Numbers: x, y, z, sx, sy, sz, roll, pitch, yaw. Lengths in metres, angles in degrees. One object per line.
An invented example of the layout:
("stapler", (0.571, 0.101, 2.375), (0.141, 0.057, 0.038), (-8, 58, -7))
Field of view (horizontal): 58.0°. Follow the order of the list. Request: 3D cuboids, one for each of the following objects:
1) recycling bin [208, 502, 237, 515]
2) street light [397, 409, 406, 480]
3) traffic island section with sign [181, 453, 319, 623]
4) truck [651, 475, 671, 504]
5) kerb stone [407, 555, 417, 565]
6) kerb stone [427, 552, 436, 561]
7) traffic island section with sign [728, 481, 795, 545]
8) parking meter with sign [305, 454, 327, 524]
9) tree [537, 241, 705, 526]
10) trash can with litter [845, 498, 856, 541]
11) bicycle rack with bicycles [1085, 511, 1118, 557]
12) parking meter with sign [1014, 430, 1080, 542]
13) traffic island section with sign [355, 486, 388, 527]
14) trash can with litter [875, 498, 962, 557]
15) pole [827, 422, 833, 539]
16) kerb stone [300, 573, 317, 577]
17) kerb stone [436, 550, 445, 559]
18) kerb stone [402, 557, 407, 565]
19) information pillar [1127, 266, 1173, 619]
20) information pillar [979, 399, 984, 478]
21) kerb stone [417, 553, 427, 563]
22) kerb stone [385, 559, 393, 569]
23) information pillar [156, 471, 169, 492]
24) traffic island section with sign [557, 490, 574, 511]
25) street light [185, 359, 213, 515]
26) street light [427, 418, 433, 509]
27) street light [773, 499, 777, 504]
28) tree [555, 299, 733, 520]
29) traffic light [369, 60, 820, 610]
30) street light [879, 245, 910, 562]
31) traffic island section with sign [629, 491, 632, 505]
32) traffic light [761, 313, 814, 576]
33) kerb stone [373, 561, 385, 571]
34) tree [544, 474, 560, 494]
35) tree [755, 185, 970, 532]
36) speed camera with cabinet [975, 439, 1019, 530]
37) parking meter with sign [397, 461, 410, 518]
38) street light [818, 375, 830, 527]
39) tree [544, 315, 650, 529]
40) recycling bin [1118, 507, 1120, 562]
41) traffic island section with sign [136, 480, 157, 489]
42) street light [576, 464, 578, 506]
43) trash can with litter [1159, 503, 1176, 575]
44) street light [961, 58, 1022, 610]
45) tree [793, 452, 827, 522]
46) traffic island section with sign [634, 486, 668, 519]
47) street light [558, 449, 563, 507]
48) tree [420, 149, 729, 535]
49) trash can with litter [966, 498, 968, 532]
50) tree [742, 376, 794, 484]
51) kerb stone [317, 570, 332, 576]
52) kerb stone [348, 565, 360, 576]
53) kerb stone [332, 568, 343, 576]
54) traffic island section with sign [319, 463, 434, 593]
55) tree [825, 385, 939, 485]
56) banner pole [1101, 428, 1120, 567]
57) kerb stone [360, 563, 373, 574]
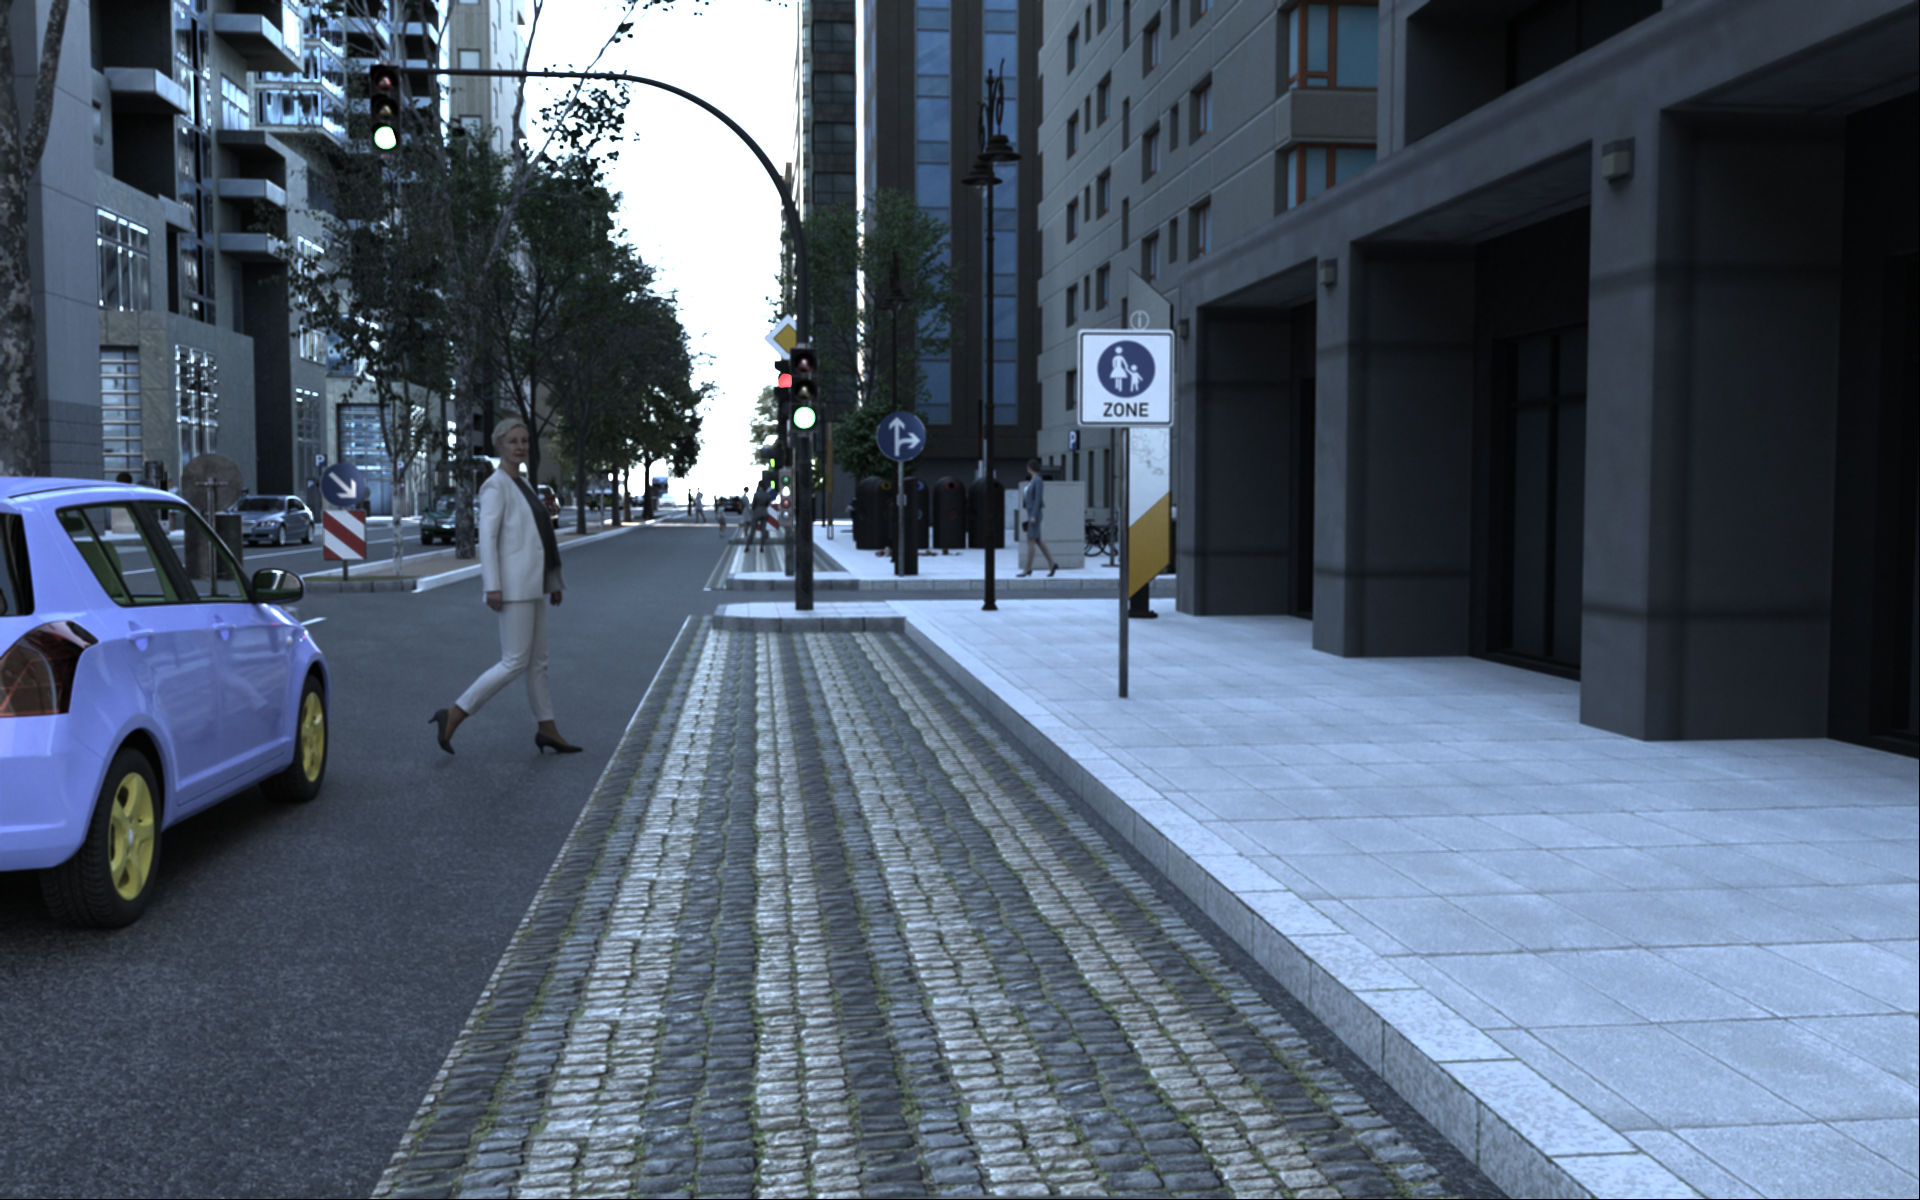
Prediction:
("recycling bin", (-26.327, -3.014, 61.826), (0.722, 1.027, 0.722), (1, 4, 15))
("street light", (-30.171, -7.405, 93.864), (0.468, 5.910, 1.993), (0, 4, -7))
("traffic island section with sign", (-8.262, -0.647, 18.710), (2.006, 1.907, 1.989), (0, 4, -7))
("truck", (-42.040, -15.636, 245.414), (2.967, 4.110, 18.799), (0, 4, -7))
("kerb stone", (-11.243, -0.792, 35.184), (0.120, 0.150, 1.000), (0, 4, -7))
("kerb stone", (-11.474, -0.917, 37.215), (0.120, 0.150, 1.000), (0, 4, -7))
("traffic island section with sign", (-5.615, -2.497, 49.460), (1.989, 1.847, 2.006), (0, 4, -7))
("parking meter with sign", (-27.910, -4.799, 74.733), (0.543, 3.016, 1.738), (0, 4, 2))
("tree", (-15.178, -9.533, 76.453), (7.486, 12.596, 7.792), (0, 3, 0))
("trash can with litter", (-2.573, -2.197, 47.309), (0.624, 1.170, 1.055), (3, 5, 39))
("bicycle rack with bicycles", (2.973, -1.406, 36.365), (2.925, 0.926, 2.852), (0, 4, 7))
("parking meter with sign", (2.338, -3.099, 46.925), (1.738, 3.016, 0.543), (-1, 4, -21))
("traffic island section with sign", (-25.801, -4.039, 74.662), (1.989, 1.847, 2.006), (0, 4, -7))
("trash can with litter", (-0.876, -1.528, 36.043), (2.233, 1.210, 1.678), (-2, 4, -24))
("pole", (-3.673, -3.372, 48.969), (0.158, 3.312, 0.155), (0, 3, 0))
("kerb stone", (-10.279, -0.297, 27.047), (0.120, 0.150, 1.000), (0, 4, -7))
("kerb stone", (-11.587, -0.981, 38.230), (0.120, 0.150, 1.000), (0, 4, -7))
("kerb stone", (-11.117, -0.731, 34.170), (0.120, 0.150, 1.000), (0, 4, -7))
("information pillar", (1.935, -1.620, 17.840), (0.504, 3.616, 0.183), (2, 4, 26))
("information pillar", (0.523, -3.148, 42.832), (0.183, 3.616, 0.504), (0, 4, 5))
("kerb stone", (-11.354, -0.857, 36.200), (0.120, 0.150, 1.000), (0, 4, -7))
("kerb stone", (-10.997, -0.670, 33.150), (0.120, 0.150, 1.000), (0, 4, -7))
("information pillar", (-25.019, -3.049, 54.351), (0.304, 2.012, 0.304), (-3, 5, -41))
("traffic island section with sign", (-34.806, -8.726, 151.293), (1.989, 1.847, 2.006), (0, 4, -7))
("street light", (-26.126, -5.309, 59.597), (0.468, 5.910, 1.993), (0, 4, -7))
("street light", (-30.963, -7.845, 101.048), (0.468, 5.910, 1.993), (0, 4, -7))
("street light", (-27.995, -17.578, 260.191), (0.468, 5.910, 1.993), (0, 4, -7))
("tree", (-17.494, -10.834, 96.596), (9.611, 12.733, 9.660), (0, 3, 0))
("traffic light", (-3.822, -2.695, 18.734), (4.771, 5.953, 1.251), (0, 4, -7))
("street light", (-1.225, -3.646, 32.397), (0.468, 5.910, 1.993), (0, 4, -7))
("traffic island section with sign", (-44.451, -13.738, 233.238), (1.989, 1.847, 2.006), (0, 4, -7))
("traffic light", (-2.687, -2.332, 27.048), (0.839, 4.253, 0.868), (0, 4, -7))
("kerb stone", (-10.878, -0.608, 32.135), (0.120, 0.150, 1.000), (0, 4, -7))
("tree", (-39.184, -10.527, 166.724), (1.663, 3.219, 1.824), (0, 3, 0))
("tree", (-3.285, -8.097, 58.147), (9.928, 11.665, 9.643), (0, 3, 0))
("speed camera with cabinet", (1.601, -4.178, 62.640), (2.038, 3.252, 0.660), (0, 4, 8))
("parking meter with sign", (-29.553, -5.852, 91.940), (0.543, 3.016, 1.738), (-1, 4, -8))
("street light", (-5.302, -5.775, 67.203), (0.468, 5.910, 1.993), (0, 4, -7))
("tree", (-14.445, -7.142, 69.598), (4.737, 8.622, 4.395), (0, 3, 0))
("recycling bin", (3.391, -1.257, 33.109), (0.722, 1.027, 0.722), (0, 4, 5))
("traffic island section with sign", (-22.655, -2.401, 47.891), (1.989, 1.847, 2.006), (0, 4, -7))
("street light", (-40.660, -12.901, 183.712), (0.468, 5.910, 1.993), (0, 4, -7))
("trash can with litter", (3.367, -1.000, 27.739), (1.055, 1.170, 0.624), (-3, 5, -40))
("street light", (0.330, -2.826, 18.996), (0.468, 5.910, 1.993), (0, 4, -7))
("tree", (-7.080, -5.611, 86.344), (1.663, 3.219, 1.824), (0, 3, 0))
("traffic island section with sign", (-17.902, -5.661, 100.693), (2.006, 1.907, 1.989), (0, 4, -7))
("street light", (-38.907, -12.006, 169.091), (0.468, 5.910, 1.993), (0, 4, -7))
("tree", (-13.382, -9.045, 60.716), (12.009, 13.543, 11.850), (0, 3, 0))
("trash can with litter", (0.546, -2.846, 57.912), (1.055, 1.170, 0.624), (-1, 4, -16))
("tree", (-18.685, -17.012, 184.805), (9.857, 13.997, 8.962), (0, 3, 0))
("kerb stone", (-10.399, -0.359, 28.062), (0.120, 0.150, 1.000), (0, 4, -7))
("kerb stone", (-10.643, -0.483, 30.100), (0.120, 0.150, 1.000), (0, 4, -7))
("kerb stone", (-10.516, -0.421, 29.084), (0.120, 0.150, 1.000), (0, 4, -7))
("traffic island section with sign", (-9.118, -1.097, 26.068), (2.006, 1.907, 1.989), (0, 4, -7))
("tree", (-2.346, -4.170, 51.899), (4.285, 4.588, 4.351), (0, 3, 0))
("banner pole", (2.919, -2.484, 30.634), (0.863, 3.779, 0.401), (-1, 4, -15))
("kerb stone", (-10.762, -0.546, 31.116), (0.120, 0.150, 1.000), (0, 4, -7))
